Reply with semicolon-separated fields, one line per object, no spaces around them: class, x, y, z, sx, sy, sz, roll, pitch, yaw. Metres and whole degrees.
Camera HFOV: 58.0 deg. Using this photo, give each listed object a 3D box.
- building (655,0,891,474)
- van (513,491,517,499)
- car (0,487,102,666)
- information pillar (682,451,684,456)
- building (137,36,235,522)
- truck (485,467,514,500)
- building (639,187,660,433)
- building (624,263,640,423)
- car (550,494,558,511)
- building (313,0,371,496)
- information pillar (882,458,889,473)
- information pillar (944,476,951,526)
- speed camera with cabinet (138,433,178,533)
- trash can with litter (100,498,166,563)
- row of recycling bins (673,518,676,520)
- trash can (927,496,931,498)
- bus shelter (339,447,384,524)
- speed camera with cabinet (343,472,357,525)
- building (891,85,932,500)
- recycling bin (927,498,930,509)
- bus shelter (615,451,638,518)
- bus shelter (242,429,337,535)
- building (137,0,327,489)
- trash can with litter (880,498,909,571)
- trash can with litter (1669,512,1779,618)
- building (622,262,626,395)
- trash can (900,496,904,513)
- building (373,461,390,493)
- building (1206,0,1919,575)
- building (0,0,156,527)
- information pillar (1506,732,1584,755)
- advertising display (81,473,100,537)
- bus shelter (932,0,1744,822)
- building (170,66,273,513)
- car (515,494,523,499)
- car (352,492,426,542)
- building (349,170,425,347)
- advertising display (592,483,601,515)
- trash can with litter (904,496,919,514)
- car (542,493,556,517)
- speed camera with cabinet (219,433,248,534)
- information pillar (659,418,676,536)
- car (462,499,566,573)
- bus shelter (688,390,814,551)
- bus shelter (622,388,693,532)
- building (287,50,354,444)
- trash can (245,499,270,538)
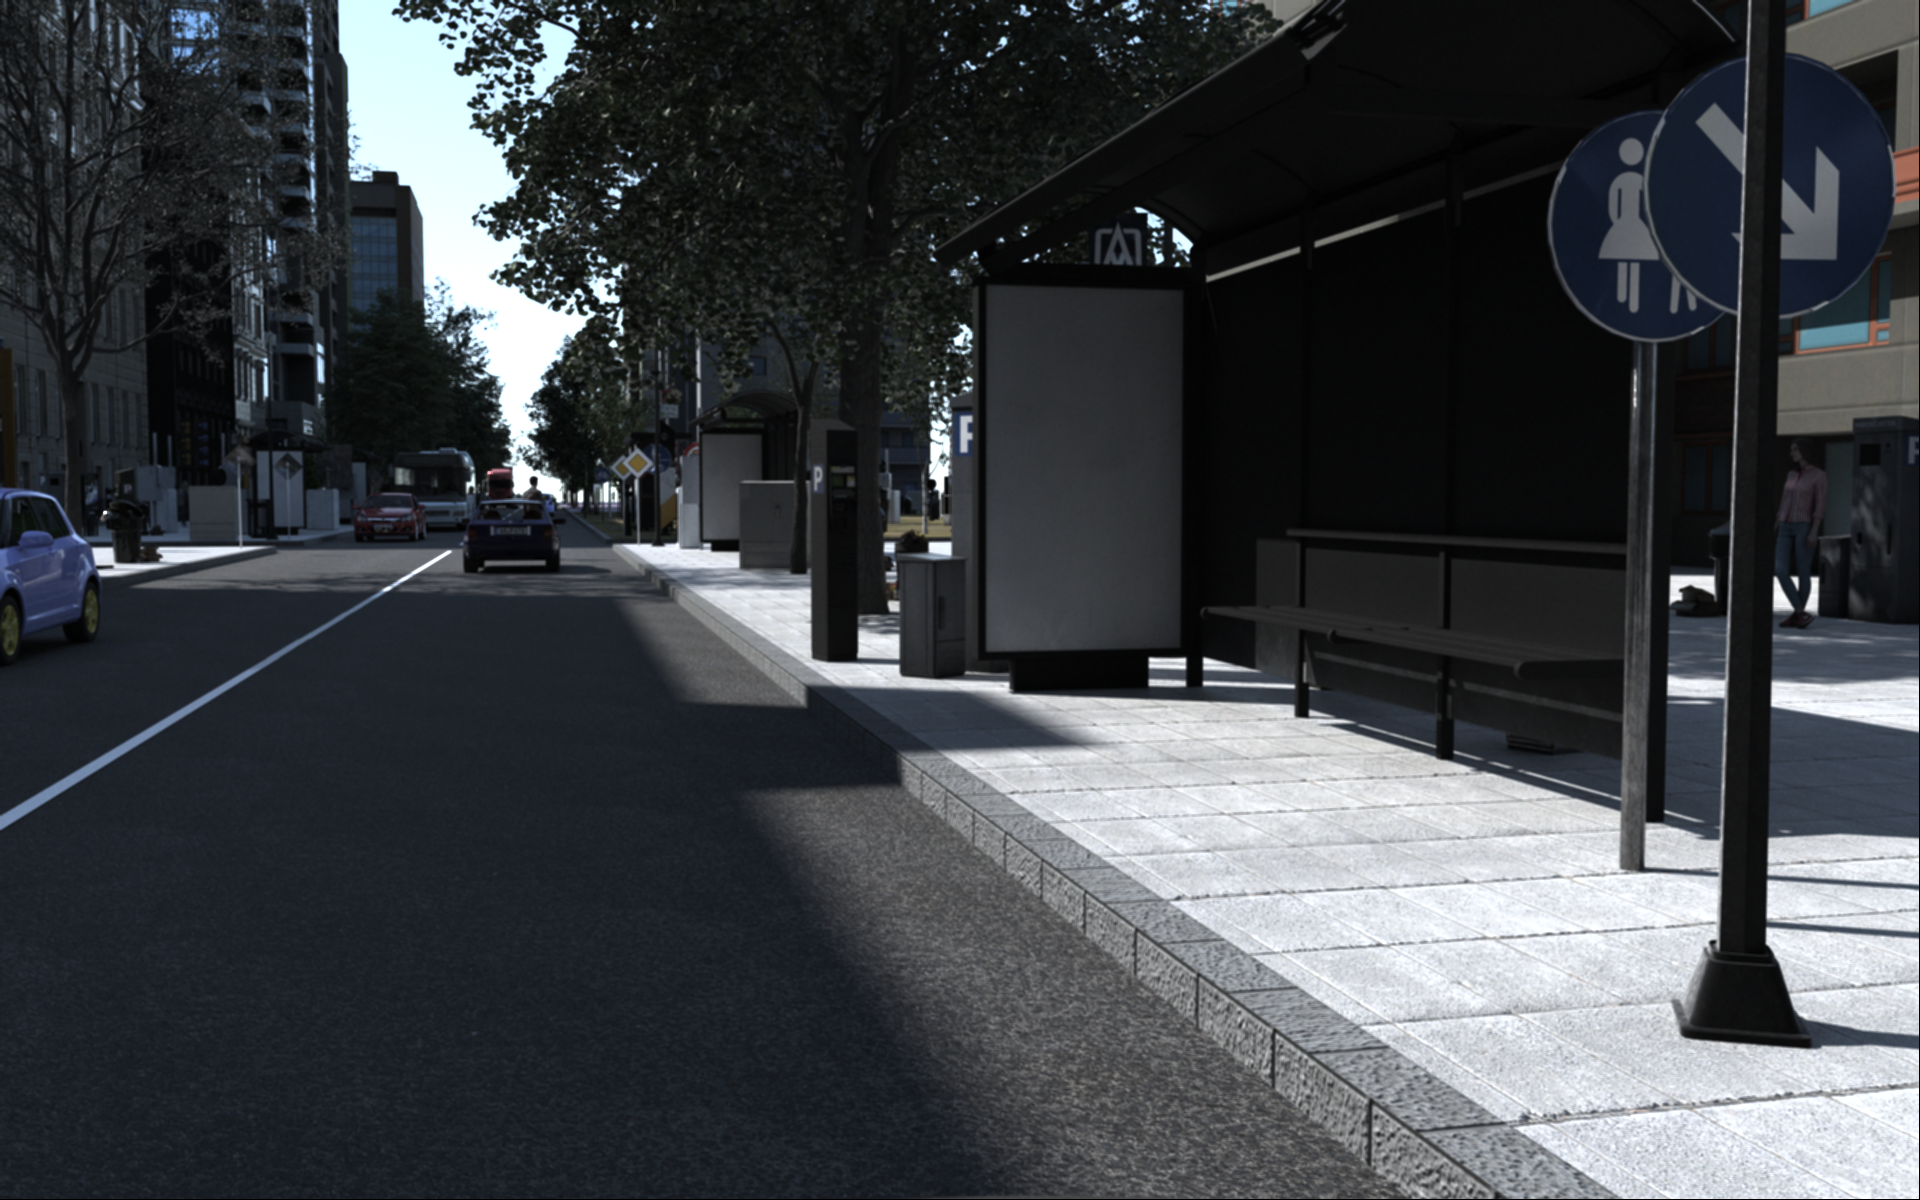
building;-20.642;-38.968;179.122;21.231;58.520;28.212;-1;4;-13
van;-61.546;-14.048;236.694;2.013;2.044;4.112;-1;4;-15
car;-8.974;-0.354;15.371;1.945;1.707;3.694;-1;4;-12
information pillar;-14.827;-6.263;93.759;0.504;3.616;0.183;2;4;28
building;-43.654;-15.611;84.915;12.332;23.373;15.834;-1;4;-13
truck;-47.552;-11.643;179.269;2.839;4.237;11.283;-1;4;-14
building;-36.141;-33.617;233.232;14.154;41.232;14.086;-1;4;-13
building;-40.413;-36.499;246.866;14.600;45.320;14.200;-1;4;-13
car;-36.068;-8.694;150.947;1.959;1.807;4.718;-1;4;-13
building;-69.498;-44.733;169.630;20.563;71.187;20.611;-1;4;-13
information pillar;-4.902;-7.474;113.559;0.504;3.616;0.183;1;4;22
information pillar;-0.454;-4.043;70.601;0.304;2.012;0.304;3;4;36
speed camera with cabinet;-26.175;-3.801;56.479;0.660;3.252;2.038;0;4;-7
trash can with litter;-15.481;-1.286;32.414;0.624;1.170;1.055;1;4;11
row of recycling bins;-13.668;-4.831;86.098;1.069;1.692;3.534;2;4;26
trash can;-2.019;-6.793;122.719;0.748;1.137;0.748;0;3;0
bus shelter;-26.452;-5.000;75.679;2.014;3.302;5.546;-1;4;-13
speed camera with cabinet;-26.018;-4.719;71.493;2.038;3.252;0.660;0;4;-7
building;-13.599;-37.300;151.849;21.231;58.520;28.212;-1;4;-13
recycling bin;-1.866;-5.847;108.158;0.722;1.027;0.722;-1;4;-16
bus shelter;-14.147;-5.068;76.784;2.014;3.302;5.546;-1;4;-14
bus shelter;-21.802;-3.820;56.381;2.014;3.302;5.546;-1;4;-13
building;-60.142;-50.017;130.456;22.319;86.520;31.000;-1;4;-13
trash can with litter;-1.405;-1.094;29.281;0.624;1.170;1.055;-2;4;-27
trash can with litter;8.037;-0.416;18.182;1.055;1.170;0.624;-1;4;-22
building;-46.528;-36.195;275.381;14.154;41.232;14.086;-1;4;-13
trash can;-4.025;-6.301;114.680;0.748;1.137;0.748;0;3;0
building;-83.917;-22.989;220.902;27.650;21.520;28.899;-1;4;-13
building;21.812;-11.058;25.830;27.650;21.520;28.899;-1;4;-13
building;-39.348;-16.364;64.815;12.463;27.353;25.104;-1;4;-13
information pillar;2.957;-0.253;8.629;0.304;2.012;0.304;-2;4;-30
advertising display;-26.377;-2.893;52.517;0.123;1.923;0.974;0;4;-3
bus shelter;1.440;-0.916;8.901;2.014;3.302;5.546;-1;4;-13
building;-50.211;-19.378;104.214;14.401;28.519;23.554;-1;4;-13
car;-64.422;-14.815;252.012;2.009;1.686;4.222;-1;4;-12
car;-17.517;-2.706;53.288;2.155;1.783;4.494;-1;4;-12
building;-83.326;-36.243;242.682;14.600;45.320;14.200;-1;4;-13
advertising display;-22.148;-6.130;105.445;0.123;1.923;0.974;1;4;14
trash can with litter;-3.138;-6.125;111.529;1.055;1.170;0.624;2;4;25
car;-26.235;-6.035;108.267;1.945;1.707;3.694;-1;4;-13
speed camera with cabinet;-23.386;-3.758;55.777;0.660;3.252;2.038;-2;4;-31
information pillar;-9.037;-3.800;53.483;0.504;3.616;0.183;-1;4;-13
car;-8.506;-1.249;33.006;1.945;1.354;3.894;-1;4;-13
bus shelter;-4.476;-2.597;36.377;2.014;3.302;5.546;-1;4;-13
bus shelter;-11.126;-5.231;63.152;2.179;5.291;8.768;-1;4;-13
building;-62.299;-28.799;154.460;14.154;41.232;14.086;-1;4;-13
trash can;-20.421;-2.374;50.463;0.748;1.137;0.748;0;3;0
